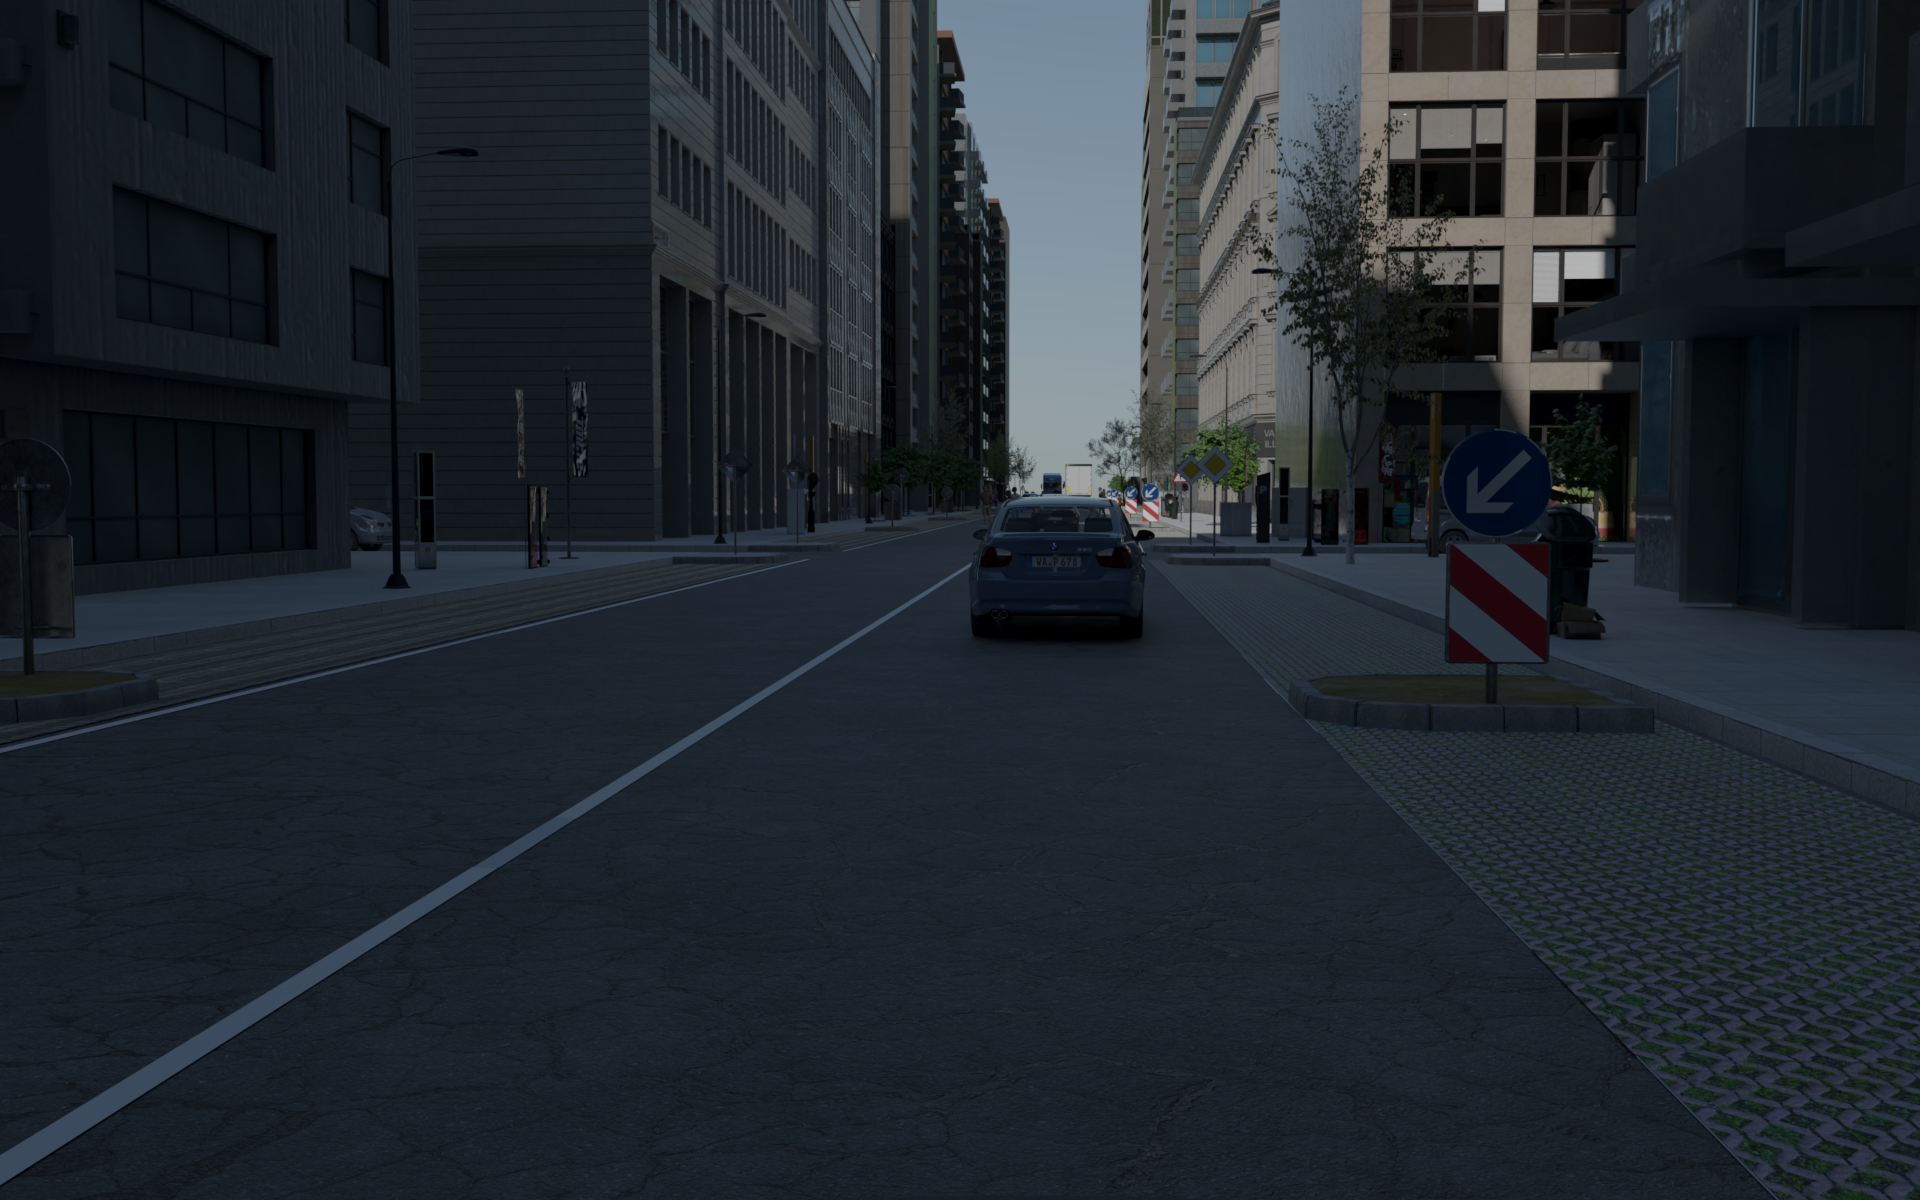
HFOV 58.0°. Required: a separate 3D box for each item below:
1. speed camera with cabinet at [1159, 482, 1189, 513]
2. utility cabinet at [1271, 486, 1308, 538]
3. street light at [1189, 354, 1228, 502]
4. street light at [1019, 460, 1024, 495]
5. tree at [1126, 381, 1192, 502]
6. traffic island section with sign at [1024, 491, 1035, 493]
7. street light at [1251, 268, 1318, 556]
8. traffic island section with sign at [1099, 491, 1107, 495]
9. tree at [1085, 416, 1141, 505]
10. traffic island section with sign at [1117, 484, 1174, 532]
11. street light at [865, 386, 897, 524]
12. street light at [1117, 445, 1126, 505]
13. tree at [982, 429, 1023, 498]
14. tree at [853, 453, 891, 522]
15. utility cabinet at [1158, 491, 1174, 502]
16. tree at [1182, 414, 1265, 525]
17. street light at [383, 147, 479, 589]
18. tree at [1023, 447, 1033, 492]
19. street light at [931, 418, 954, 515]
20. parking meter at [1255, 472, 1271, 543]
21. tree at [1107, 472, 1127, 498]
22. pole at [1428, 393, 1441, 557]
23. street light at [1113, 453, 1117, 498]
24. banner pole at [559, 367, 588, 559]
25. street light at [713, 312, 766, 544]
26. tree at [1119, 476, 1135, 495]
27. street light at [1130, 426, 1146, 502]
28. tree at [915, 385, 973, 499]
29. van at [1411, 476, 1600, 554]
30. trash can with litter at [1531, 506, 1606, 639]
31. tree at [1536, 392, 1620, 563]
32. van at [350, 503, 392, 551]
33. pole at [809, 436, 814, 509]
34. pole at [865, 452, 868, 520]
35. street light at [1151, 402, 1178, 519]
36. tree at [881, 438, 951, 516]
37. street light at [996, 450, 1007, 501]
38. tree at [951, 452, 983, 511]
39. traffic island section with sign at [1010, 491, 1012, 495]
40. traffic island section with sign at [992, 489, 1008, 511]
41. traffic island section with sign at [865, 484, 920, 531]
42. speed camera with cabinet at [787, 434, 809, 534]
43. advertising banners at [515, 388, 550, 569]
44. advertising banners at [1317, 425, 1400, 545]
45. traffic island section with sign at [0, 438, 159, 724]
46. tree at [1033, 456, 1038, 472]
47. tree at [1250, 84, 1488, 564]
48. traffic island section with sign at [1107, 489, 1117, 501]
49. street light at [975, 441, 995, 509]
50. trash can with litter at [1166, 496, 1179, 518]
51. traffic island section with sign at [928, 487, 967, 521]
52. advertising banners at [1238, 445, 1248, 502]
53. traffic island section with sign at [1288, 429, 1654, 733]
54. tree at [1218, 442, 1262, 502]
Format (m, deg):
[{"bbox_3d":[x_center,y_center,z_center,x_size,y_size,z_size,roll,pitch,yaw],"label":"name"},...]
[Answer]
[{"bbox_3d":[14.346,-7.450,116.141,2.038,3.252,0.660,-2,4,-25],"label":"speed camera with cabinet"},{"bbox_3d":[9.642,-2.556,50.471,1.173,1.500,0.318,3,5,45],"label":"utility cabinet"},{"bbox_3d":[8.287,-5.194,57.460,1.470,5.913,1.316,0,4,4],"label":"street light"},{"bbox_3d":[8.016,-16.075,235.366,1.470,5.913,1.316,0,4,4],"label":"street light"},{"bbox_3d":[12.799,-9.893,112.113,4.360,8.622,3.978,0,3,0],"label":"tree"},{"bbox_3d":[10.695,-14.932,252.771,1.989,1.847,2.006,0,4,4],"label":"traffic island section with sign"},{"bbox_3d":[6.686,-3.863,35.700,1.470,5.913,1.316,0,4,4],"label":"street light"},{"bbox_3d":[12.621,-8.209,142.844,1.989,1.847,2.006,0,4,4],"label":"traffic island section with sign"},{"bbox_3d":[19.276,-16.582,205.527,8.767,10.594,7.601,-3,5,-40],"label":"tree"},{"bbox_3d":[7.108,-3.501,65.868,1.989,1.847,2.006,0,4,4],"label":"traffic island section with sign"},{"bbox_3d":[-3.400,-6.260,74.891,1.470,5.913,1.316,0,4,4],"label":"street light"},{"bbox_3d":[15.970,-11.745,164.568,1.470,5.913,1.316,0,4,4],"label":"street light"},{"bbox_3d":[3.973,-14.930,194.465,4.737,8.622,4.395,0,3,0],"label":"tree"},{"bbox_3d":[-3.905,-5.292,81.125,1.663,3.219,1.824,0,3,0],"label":"tree"},{"bbox_3d":[13.924,-6.652,117.440,1.173,1.500,0.318,2,4,28],"label":"utility cabinet"},{"bbox_3d":[10.843,-5.369,71.504,4.285,4.588,4.351,0,3,0],"label":"tree"},{"bbox_3d":[-7.123,-3.108,23.351,1.470,5.913,1.316,0,4,4],"label":"street light"},{"bbox_3d":[5.813,-16.016,212.224,4.737,8.622,4.395,0,3,0],"label":"tree"},{"bbox_3d":[-1.169,-8.145,105.713,1.470,5.913,1.316,0,4,4],"label":"street light"},{"bbox_3d":[7.929,-2.427,45.395,0.399,1.863,0.255,1,4,10],"label":"parking meter"},{"bbox_3d":[23.848,-16.925,260.439,4.285,4.588,4.351,0,3,0],"label":"tree"},{"bbox_3d":[9.622,-2.524,35.110,0.158,3.312,0.155,0,3,0],"label":"pole"},{"bbox_3d":[18.055,-13.606,194.998,1.470,5.913,1.316,0,4,4],"label":"street light"},{"bbox_3d":[-7.573,-2.695,34.080,0.863,3.779,0.401,3,5,40],"label":"banner pole"},{"bbox_3d":[-5.649,-4.399,44.473,1.470,5.913,1.316,0,4,4],"label":"street light"},{"bbox_3d":[18.152,-11.700,185.888,1.663,3.219,1.824,0,3,0],"label":"tree"},{"bbox_3d":[12.534,-8.916,118.315,1.470,5.913,1.316,0,4,4],"label":"street light"},{"bbox_3d":[-1.044,-10.234,117.680,4.360,8.622,3.978,0,3,0],"label":"tree"},{"bbox_3d":[12.556,-2.009,39.863,4.112,2.044,2.013,0,4,2],"label":"van"},{"bbox_3d":[5.576,-0.262,15.669,0.624,1.170,1.055,0,4,-1],"label":"trash can with litter"},{"bbox_3d":[11.845,-2.346,32.957,1.663,3.219,1.824,0,3,0],"label":"tree"},{"bbox_3d":[-15.926,-2.155,42.246,4.112,2.044,2.013,0,4,5],"label":"van"},{"bbox_3d":[-5.230,-4.108,61.009,0.158,3.312,0.155,0,3,0],"label":"pole"},{"bbox_3d":[-4.483,-5.489,83.590,0.158,3.312,0.155,0,3,0],"label":"pole"},{"bbox_3d":[10.371,-7.055,87.890,1.470,5.913,1.316,0,4,4],"label":"street light"},{"bbox_3d":[-3.194,-7.137,100.407,4.285,4.588,4.351,0,3,0],"label":"tree"},{"bbox_3d":[4.202,-12.835,182.388,1.470,5.913,1.316,0,4,4],"label":"street light"},{"bbox_3d":[-1.650,-7.909,113.018,4.285,4.588,4.351,0,3,0],"label":"tree"},{"bbox_3d":[4.844,-9.935,171.063,1.989,1.847,2.006,0,4,4],"label":"traffic island section with sign"},{"bbox_3d":[2.865,-8.245,143.441,1.989,1.847,2.006,0,4,4],"label":"traffic island section with sign"},{"bbox_3d":[-2.596,-3.575,67.075,1.989,1.847,2.006,0,4,4],"label":"traffic island section with sign"},{"bbox_3d":[-5.239,-3.773,56.029,0.660,3.252,2.038,0,4,-1],"label":"speed camera with cabinet"},{"bbox_3d":[-7.346,-2.052,29.730,0.090,3.025,2.074,0,4,0],"label":"advertising banners"},{"bbox_3d":[10.035,-2.900,43.601,2.074,3.025,0.090,0,4,-4],"label":"advertising banners"},{"bbox_3d":[-6.571,-0.179,11.555,1.989,1.847,2.006,0,4,4],"label":"traffic island section with sign"},{"bbox_3d":[9.204,-18.730,256.589,4.737,8.622,4.395,0,3,0],"label":"tree"},{"bbox_3d":[7.196,-4.958,31.429,4.360,8.622,3.978,0,3,0],"label":"tree"},{"bbox_3d":[9.081,-5.181,93.336,1.989,1.847,2.006,0,4,4],"label":"traffic island section with sign"},{"bbox_3d":[2.047,-10.974,151.962,1.470,5.913,1.316,0,4,4],"label":"street light"},{"bbox_3d":[11.280,-4.965,92.567,0.624,1.170,1.055,-1,4,-17],"label":"trash can with litter"},{"bbox_3d":[-0.664,-5.230,94.135,1.989,1.847,2.006,0,4,4],"label":"traffic island section with sign"},{"bbox_3d":[9.995,-3.973,61.144,0.090,3.025,2.074,1,4,17],"label":"advertising banners"},{"bbox_3d":[3.210,-0.164,11.307,1.989,1.847,2.006,0,4,4],"label":"traffic island section with sign"},{"bbox_3d":[10.292,-4.297,64.855,1.663,3.219,1.824,0,3,0],"label":"tree"}]
